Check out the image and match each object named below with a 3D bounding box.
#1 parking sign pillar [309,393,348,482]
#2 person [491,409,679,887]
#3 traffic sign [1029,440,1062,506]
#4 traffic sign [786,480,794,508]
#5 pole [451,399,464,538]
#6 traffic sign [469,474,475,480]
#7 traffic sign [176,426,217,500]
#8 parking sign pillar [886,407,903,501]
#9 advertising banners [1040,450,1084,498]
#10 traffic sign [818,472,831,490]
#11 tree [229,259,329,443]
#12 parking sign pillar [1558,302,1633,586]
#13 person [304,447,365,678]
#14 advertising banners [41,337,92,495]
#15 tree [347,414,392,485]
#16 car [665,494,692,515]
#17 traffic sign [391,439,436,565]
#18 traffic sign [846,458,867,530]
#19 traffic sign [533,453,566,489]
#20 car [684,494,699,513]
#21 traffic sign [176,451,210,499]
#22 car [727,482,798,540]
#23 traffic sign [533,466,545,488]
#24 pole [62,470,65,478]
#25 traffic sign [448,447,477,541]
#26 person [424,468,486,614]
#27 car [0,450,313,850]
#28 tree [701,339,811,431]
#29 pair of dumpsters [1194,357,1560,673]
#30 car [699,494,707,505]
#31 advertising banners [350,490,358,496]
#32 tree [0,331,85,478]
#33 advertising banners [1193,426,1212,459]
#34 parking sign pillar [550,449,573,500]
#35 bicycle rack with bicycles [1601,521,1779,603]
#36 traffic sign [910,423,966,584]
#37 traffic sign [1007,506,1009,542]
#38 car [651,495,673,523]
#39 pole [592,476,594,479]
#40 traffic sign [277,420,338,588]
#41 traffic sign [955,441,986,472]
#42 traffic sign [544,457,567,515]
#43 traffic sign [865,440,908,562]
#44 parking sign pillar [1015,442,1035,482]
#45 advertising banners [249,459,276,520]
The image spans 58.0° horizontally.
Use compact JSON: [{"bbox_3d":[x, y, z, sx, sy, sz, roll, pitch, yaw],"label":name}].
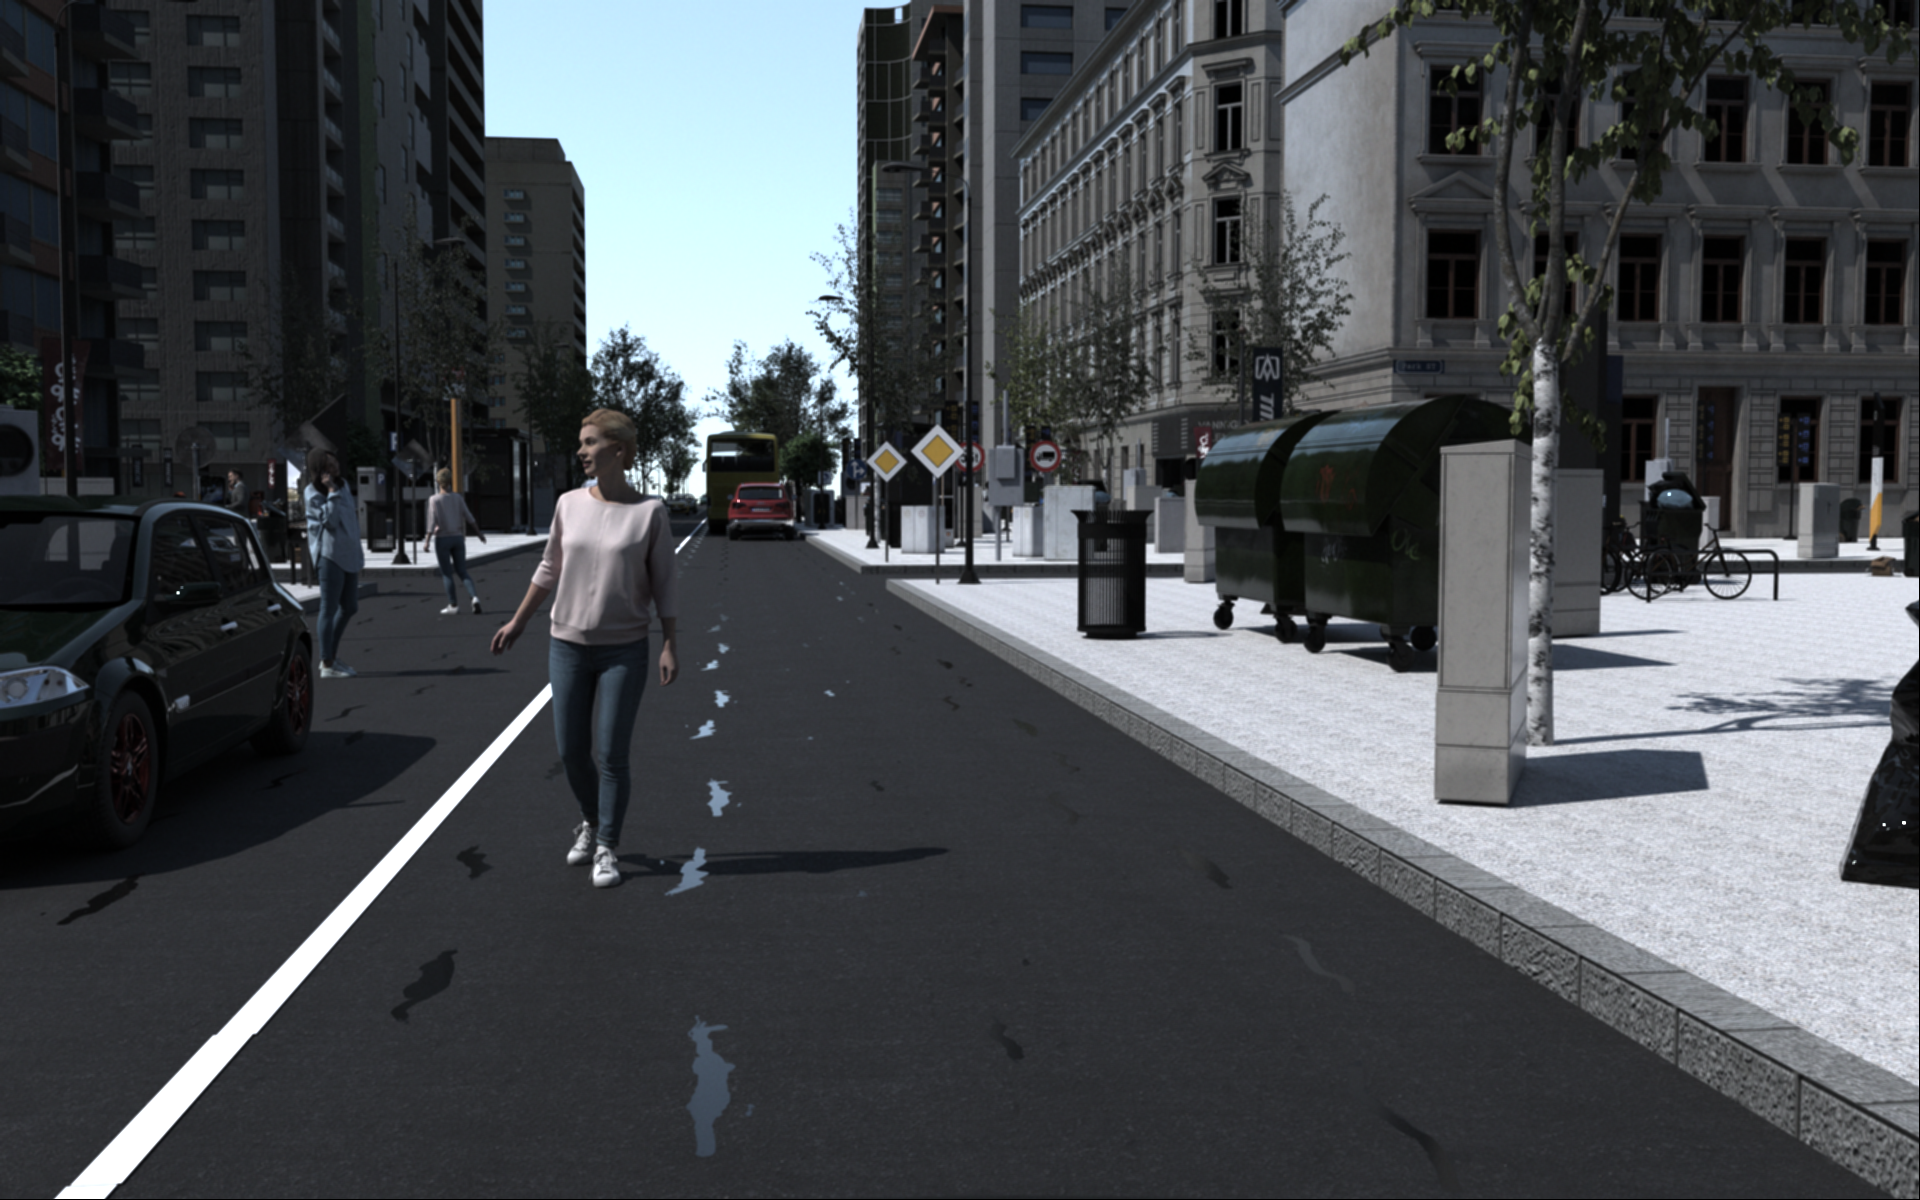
[{"bbox_3d":[-16.850,-3.509,45.837,1.447,3.967,1.447,2,4,27],"label":"parking sign pillar"},{"bbox_3d":[-1.394,0.163,6.501,0.731,1.740,0.598,0,4,-2],"label":"person"},{"bbox_3d":[1.998,-2.479,40.644,0.768,2.556,0.104,0,4,-7],"label":"traffic sign"},{"bbox_3d":[-8.910,-5.662,92.579,0.884,2.594,0.081,0,4,-7],"label":"traffic sign"},{"bbox_3d":[-10.783,-2.649,37.158,0.158,3.312,0.155,0,3,0],"label":"pole"},{"bbox_3d":[-17.890,-3.914,64.103,0.768,2.556,0.104,0,4,-1],"label":"traffic sign"},{"bbox_3d":[-14.279,-1.974,32.387,0.768,2.556,0.104,0,4,2],"label":"traffic sign"},{"bbox_3d":[-1.949,-3.829,51.077,1.447,3.967,1.447,0,3,0],"label":"parking sign pillar"},{"bbox_3d":[3.930,-4.395,68.052,2.074,3.025,0.090,-1,4,-21],"label":"advertising banners"},{"bbox_3d":[-6.044,-4.609,77.480,0.606,2.300,0.079,0,4,-5],"label":"traffic sign"},{"bbox_3d":[-20.427,-6.345,54.101,4.360,8.622,3.978,0,3,0],"label":"tree"},{"bbox_3d":[8.869,-2.217,24.718,1.447,3.967,1.447,-1,4,-14],"label":"parking sign pillar"},{"bbox_3d":[-4.912,-0.293,13.550,0.793,1.790,0.793,-2,4,-24],"label":"person"},{"bbox_3d":[-10.582,-1.394,18.984,2.074,3.025,0.090,-3,5,-43],"label":"advertising banners"},{"bbox_3d":[-23.328,-5.008,65.594,4.285,4.588,4.351,0,3,0],"label":"tree"},{"bbox_3d":[-19.217,-6.555,117.394,2.015,1.641,3.980,-1,4,-9],"label":"car"},{"bbox_3d":[-9.899,-1.698,31.411,0.795,2.450,0.064,0,4,-8],"label":"traffic sign"},{"bbox_3d":[-3.709,-3.791,62.087,0.768,2.556,0.104,0,4,-7],"label":"traffic sign"},{"bbox_3d":[-20.571,-5.604,85.499,2.265,3.308,0.079,0,3,0],"label":"traffic sign"},{"bbox_3d":[-20.740,-7.255,130.422,2.131,1.459,4.920,0,4,-7],"label":"car"},{"bbox_3d":[-15.103,-2.086,34.210,0.768,2.556,0.104,0,4,1],"label":"traffic sign"},{"bbox_3d":[-6.327,-2.857,55.381,2.281,1.827,5.304,0,4,-6],"label":"car"},{"bbox_3d":[-19.400,-4.848,79.373,0.768,2.556,0.104,0,4,-2],"label":"traffic sign"},{"bbox_3d":[-15.915,-2.264,30.861,0.158,3.312,0.155,0,3,0],"label":"pole"},{"bbox_3d":[-13.468,-2.865,46.949,0.768,2.556,0.104,0,4,-7],"label":"traffic sign"},{"bbox_3d":[-5.955,-0.705,20.691,0.598,1.740,0.731,2,4,32],"label":"person"},{"bbox_3d":[-4.335,0.102,8.117,2.009,1.686,4.222,0,4,-7],"label":"car"},{"bbox_3d":[-24.827,-21.800,212.312,12.611,20.169,13.585,0,3,0],"label":"tree"},{"bbox_3d":[3.301,-0.730,14.432,1.574,2.255,4.437,0,4,-8],"label":"pair of dumpsters"},{"bbox_3d":[-32.725,-13.010,224.518,2.131,1.459,4.920,0,4,-6],"label":"car"},{"bbox_3d":[-22.170,-4.093,63.112,2.074,3.025,0.090,-2,4,-29],"label":"advertising banners"},{"bbox_3d":[-18.477,-3.019,33.079,4.285,4.588,4.351,0,3,0],"label":"tree"},{"bbox_3d":[6.911,-2.937,44.213,2.074,3.025,0.090,2,4,30],"label":"advertising banners"},{"bbox_3d":[-23.821,-7.040,103.576,1.447,3.967,1.447,-3,5,-43],"label":"parking sign pillar"},{"bbox_3d":[8.591,-0.503,21.604,2.925,0.926,2.852,-1,4,-13],"label":"bicycle rack with bicycles"},{"bbox_3d":[-0.320,-1.282,24.610,0.795,2.450,0.064,0,4,-8],"label":"traffic sign"},{"bbox_3d":[1.291,-2.727,46.716,0.606,2.300,0.079,0,4,-7],"label":"traffic sign"},{"bbox_3d":[-12.497,-3.504,69.294,2.014,1.417,4.499,0,4,-8],"label":"car"},{"bbox_3d":[-21.795,-6.669,102.873,0.158,3.312,0.155,0,3,0],"label":"pole"},{"bbox_3d":[-8.841,-1.214,23.496,0.795,2.450,0.064,0,4,-8],"label":"traffic sign"},{"bbox_3d":[0.225,-2.523,41.353,0.768,2.556,0.104,0,4,-2],"label":"traffic sign"},{"bbox_3d":[-13.854,-3.620,59.290,0.768,2.556,0.104,0,4,-7],"label":"traffic sign"},{"bbox_3d":[-1.377,-1.767,32.525,0.795,2.450,0.064,0,4,-8],"label":"traffic sign"},{"bbox_3d":[3.526,-6.202,89.875,1.447,3.967,1.447,-1,4,-17],"label":"parking sign pillar"},{"bbox_3d":[-34.746,-5.488,85.910,2.074,3.025,0.090,1,4,17],"label":"advertising banners"}]
